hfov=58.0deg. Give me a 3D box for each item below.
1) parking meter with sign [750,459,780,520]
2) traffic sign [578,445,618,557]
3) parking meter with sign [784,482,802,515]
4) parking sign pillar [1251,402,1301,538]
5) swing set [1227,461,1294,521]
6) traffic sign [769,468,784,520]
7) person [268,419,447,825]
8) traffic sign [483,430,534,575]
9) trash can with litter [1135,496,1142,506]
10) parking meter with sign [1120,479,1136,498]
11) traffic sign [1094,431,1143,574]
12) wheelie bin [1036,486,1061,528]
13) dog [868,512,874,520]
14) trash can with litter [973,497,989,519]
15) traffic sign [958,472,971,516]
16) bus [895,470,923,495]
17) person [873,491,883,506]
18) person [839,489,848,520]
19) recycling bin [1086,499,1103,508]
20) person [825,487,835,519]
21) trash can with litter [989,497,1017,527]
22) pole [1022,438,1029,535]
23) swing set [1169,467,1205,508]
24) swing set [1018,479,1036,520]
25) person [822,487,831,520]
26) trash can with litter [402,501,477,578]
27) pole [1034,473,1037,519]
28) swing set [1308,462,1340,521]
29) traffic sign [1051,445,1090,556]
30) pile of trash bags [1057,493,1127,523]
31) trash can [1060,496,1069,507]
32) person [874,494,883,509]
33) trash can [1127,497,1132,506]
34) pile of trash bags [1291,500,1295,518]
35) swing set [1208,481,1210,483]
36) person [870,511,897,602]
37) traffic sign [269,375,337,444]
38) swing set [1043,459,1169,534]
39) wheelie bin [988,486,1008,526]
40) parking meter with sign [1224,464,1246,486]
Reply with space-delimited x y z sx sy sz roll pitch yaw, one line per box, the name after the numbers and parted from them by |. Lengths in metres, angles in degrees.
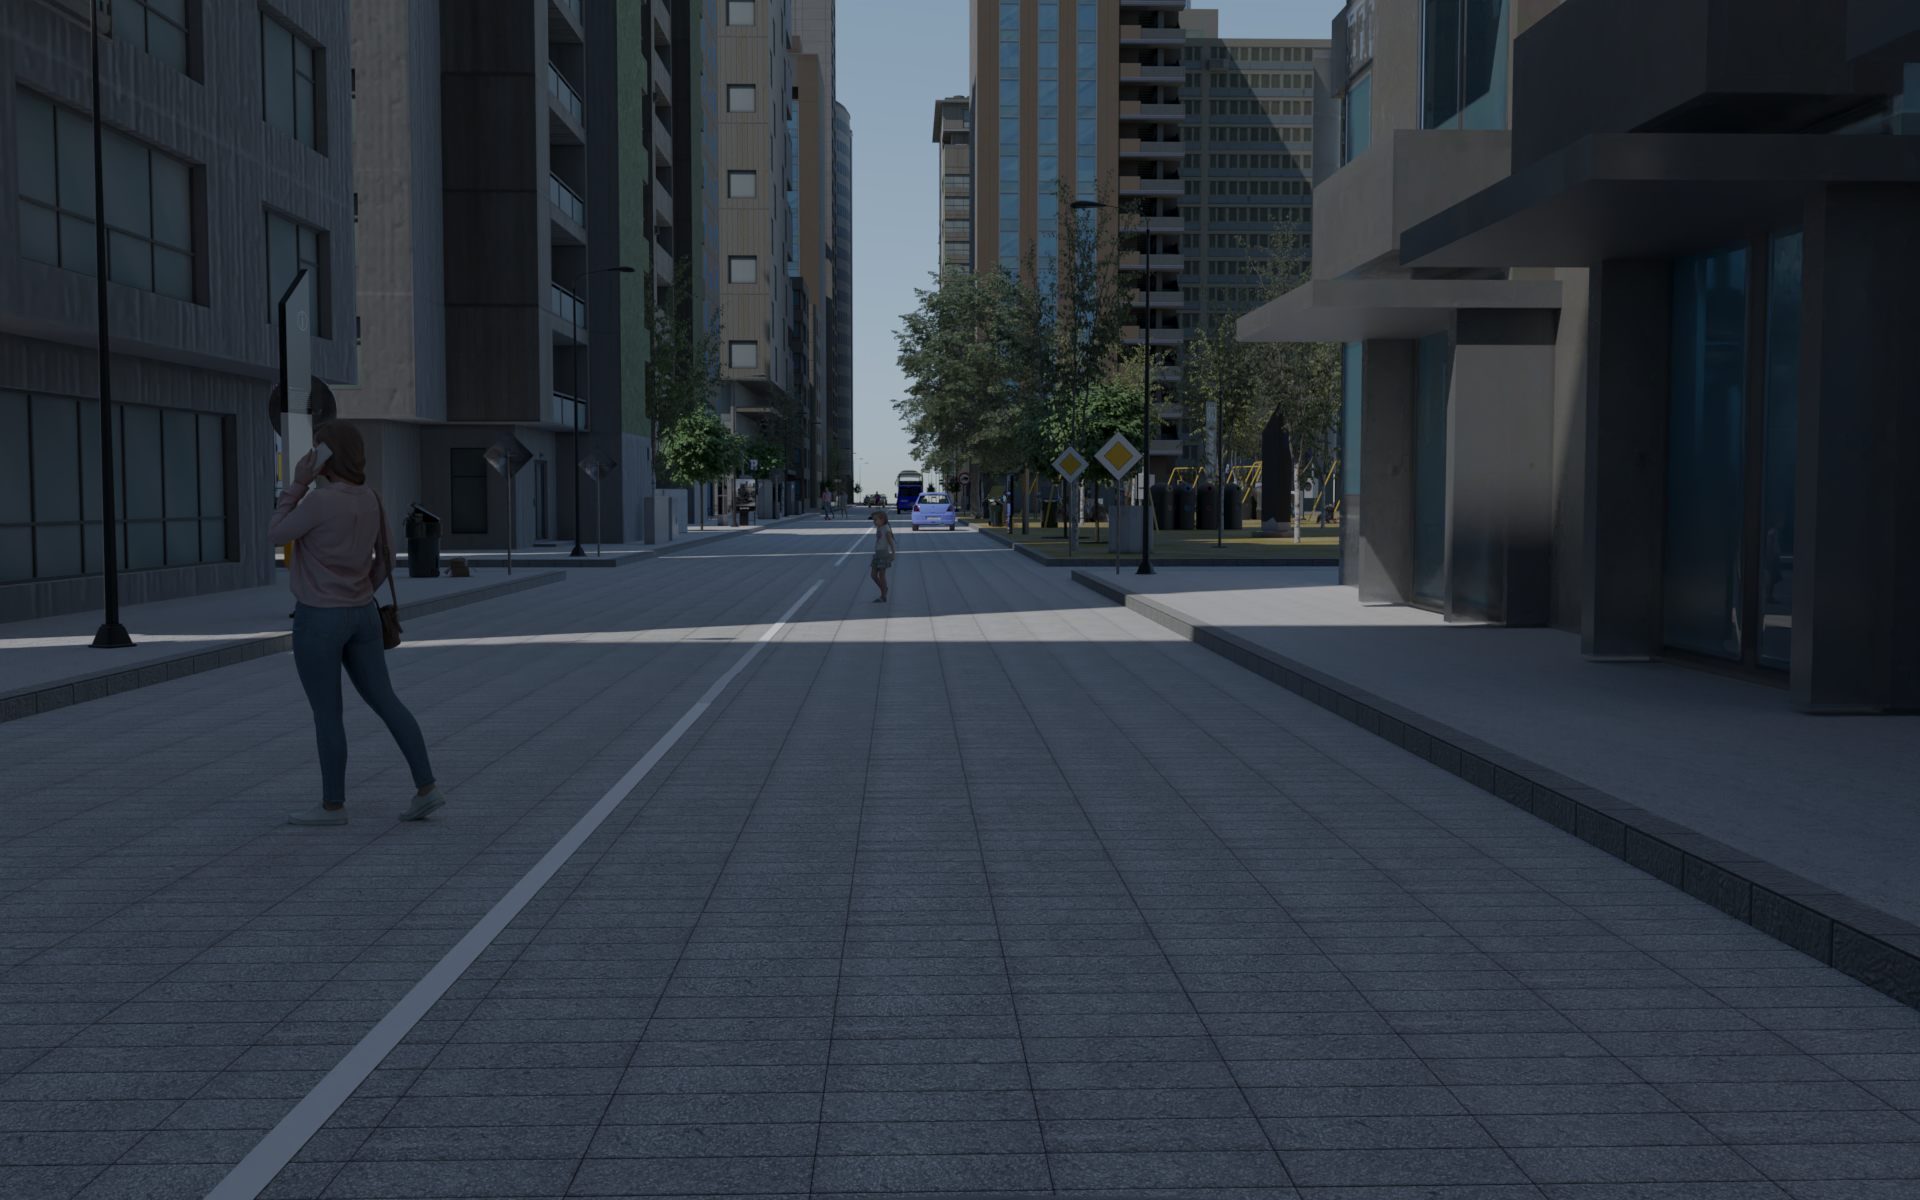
-9.824 -5.583 87.539 0.543 3.016 1.738 2 4 35 | parking meter with sign
-7.376 -1.937 35.316 0.795 2.450 0.064 0 4 -2 | traffic sign
-10.452 -6.674 105.382 1.738 3.016 0.543 2 4 26 | parking meter with sign
9.363 -3.839 51.245 1.447 3.967 1.447 -1 4 -12 | parking sign pillar
14.472 -5.260 83.620 2.862 2.851 3.119 0 4 3 | swing set
-9.092 -5.247 85.888 0.768 2.556 0.104 0 4 4 | traffic sign
-2.590 0.098 7.491 0.643 1.750 0.593 1 4 21 | person
-7.121 -1.449 27.335 0.795 2.450 0.064 0 4 -2 | traffic sign
9.504 -5.020 93.457 0.624 1.170 1.055 0 4 4 | trash can with litter
9.753 -6.320 99.588 0.543 3.016 1.738 -2 4 -34 | parking meter with sign
2.519 -1.467 27.622 0.795 2.450 0.064 0 4 -2 | traffic sign
3.359 -3.553 65.999 0.980 1.594 0.693 0 4 -4 | wheelie bin
-4.876 -4.667 96.497 0.550 0.427 0.748 0 4 7 | dog
1.214 -4.813 90.083 1.055 1.170 0.624 -1 4 -14 | trash can with litter
0.271 -6.177 101.100 0.768 2.556 0.104 0 4 -1 | traffic sign
-5.198 -11.424 178.331 2.896 3.916 12.252 0 4 -3 | bus
-8.192 -9.971 172.312 1.217 1.735 0.721 2 4 34 | person
-6.507 -5.374 97.119 0.466 1.731 0.760 1 4 12 | person
7.479 -5.116 96.198 0.722 1.027 0.722 2 4 27 | recycling bin
-7.702 -5.691 101.403 0.748 1.841 0.638 3 5 43 | person
1.821 -3.613 70.457 0.624 1.170 1.055 -2 4 -28 | trash can with litter
2.075 -3.725 54.747 0.158 3.312 0.155 0 3 0 | pole
13.493 -6.423 102.634 2.862 2.851 3.119 -2 4 -26 | swing set
4.806 -5.423 86.285 2.862 2.851 3.119 -1 4 -22 | swing set
-7.266 -5.245 94.261 0.555 1.821 0.388 -3 4 -37 | person
-8.058 -0.943 26.811 1.055 1.170 0.624 -1 4 -23 | trash can with litter
3.891 -5.822 89.025 0.158 3.312 0.155 0 3 0 | pole
17.993 -5.067 80.458 2.862 2.851 3.119 -1 4 -9 | swing set
2.264 -1.955 35.603 0.795 2.450 0.064 0 4 -2 | traffic sign
6.067 -4.203 78.472 3.447 1.369 1.912 -2 4 -26 | pile of trash bags
6.521 -5.921 108.457 0.748 1.137 0.748 0 3 0 | trash can
-7.519 -9.123 160.891 0.991 1.433 0.599 -1 4 -18 | person
8.839 -4.875 91.355 0.748 1.137 0.748 0 3 0 | trash can
16.230 -5.074 92.707 3.447 1.369 1.912 -2 4 -32 | pile of trash bags
16.188 -6.103 97.400 2.862 2.851 3.119 -2 4 -26 | swing set
-0.969 -0.576 22.938 0.382 1.210 0.505 -2 4 -35 | person
-6.945 -1.113 18.303 0.768 2.556 0.104 0 4 8 | traffic sign
4.738 -3.635 57.051 3.119 2.851 2.862 -1 4 -21 | swing set
1.530 -3.747 69.175 0.980 1.594 0.693 3 4 36 | wheelie bin
16.144 -6.344 99.988 1.738 3.016 0.543 2 4 32 | parking meter with sign
